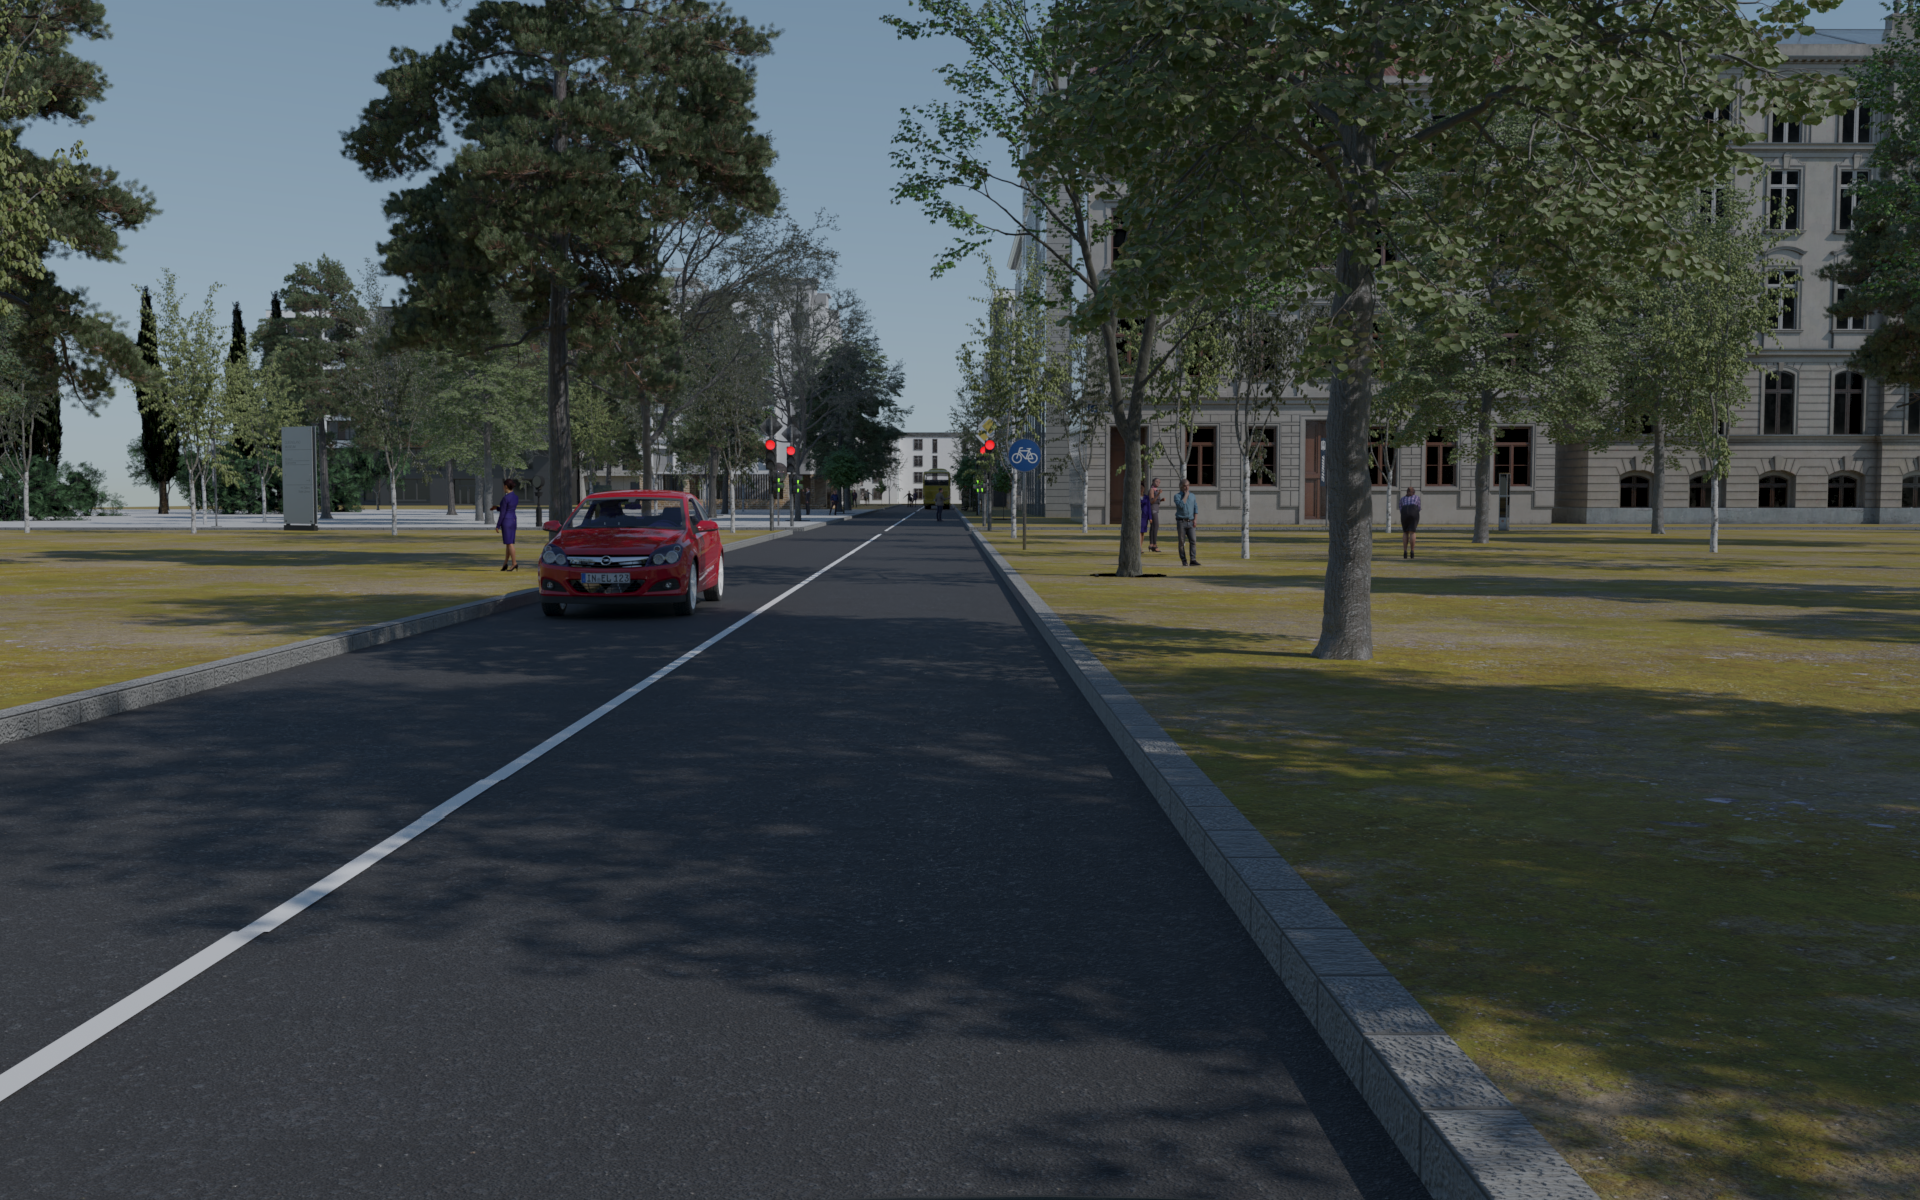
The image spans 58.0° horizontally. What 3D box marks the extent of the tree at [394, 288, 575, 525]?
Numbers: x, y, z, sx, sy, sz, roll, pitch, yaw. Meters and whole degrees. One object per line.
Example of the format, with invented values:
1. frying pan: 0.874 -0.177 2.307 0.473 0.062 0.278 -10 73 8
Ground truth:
1. tree: -23.093 -10.013 81.836 7.486 12.596 7.792 0 3 0

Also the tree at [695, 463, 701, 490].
1. tree: -20.056 -11.404 136.820 4.737 8.622 4.395 0 3 0

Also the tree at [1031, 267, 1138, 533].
1. tree: 4.122 -6.526 57.071 4.360 8.622 3.978 0 3 0

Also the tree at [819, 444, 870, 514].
1. tree: -7.584 -7.829 111.723 4.285 4.588 4.351 0 3 0

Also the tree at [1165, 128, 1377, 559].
1. tree: 5.917 -5.129 34.218 4.360 8.622 3.978 0 3 0

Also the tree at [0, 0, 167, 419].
1. tree: -17.273 -6.578 29.612 6.751 12.117 7.091 0 3 0

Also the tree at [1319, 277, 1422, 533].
1. tree: 14.043 -6.518 56.926 4.737 8.622 4.395 0 3 0

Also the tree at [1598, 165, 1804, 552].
1. tree: 16.353 -5.352 37.868 4.737 8.622 4.395 0 3 0

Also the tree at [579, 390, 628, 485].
1. tree: -24.823 -12.241 122.191 6.751 12.117 7.091 0 3 0

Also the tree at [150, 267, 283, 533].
1. tree: -24.942 -6.464 56.052 4.737 8.622 4.395 0 3 0

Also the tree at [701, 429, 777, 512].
1. tree: -15.669 -10.788 126.743 4.737 8.622 4.395 0 3 0

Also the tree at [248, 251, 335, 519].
1. tree: -33.266 -11.143 89.615 7.806 13.903 7.818 0 3 0

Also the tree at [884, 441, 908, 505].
1. tree: -8.431 -15.767 208.159 4.360 8.622 3.978 0 3 0

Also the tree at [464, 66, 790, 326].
1. tree: -7.985 -8.197 44.383 12.009 13.543 11.850 0 3 0

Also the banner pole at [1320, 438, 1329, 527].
1. banner pole: 14.324 -4.772 68.040 0.401 3.779 0.863 3 4 36

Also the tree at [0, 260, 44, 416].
1. tree: -27.895 -8.452 44.849 9.857 13.997 8.962 0 3 0

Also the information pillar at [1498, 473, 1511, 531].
1. information pillar: 19.082 -3.438 60.708 0.304 2.012 0.304 3 4 36

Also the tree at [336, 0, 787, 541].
1. tree: -7.009 -7.555 30.943 7.806 13.903 7.818 0 3 0

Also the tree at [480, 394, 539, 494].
1. tree: -24.809 -8.806 94.342 4.360 8.622 3.978 0 3 0

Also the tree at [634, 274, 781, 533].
1. tree: -7.680 -6.509 56.790 4.360 8.622 3.978 0 3 0

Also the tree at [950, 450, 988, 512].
1. tree: 1.018 -8.664 125.362 4.285 4.588 4.351 0 3 0

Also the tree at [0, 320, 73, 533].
1. tree: -31.197 -6.542 57.316 4.360 8.622 3.978 0 3 0

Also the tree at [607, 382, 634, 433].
1. tree: -12.645 -7.434 71.914 4.360 8.622 3.978 0 3 0

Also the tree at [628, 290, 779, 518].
1. tree: -13.248 -10.440 92.745 6.751 12.117 7.091 0 3 0

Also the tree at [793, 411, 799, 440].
1. tree: -15.025 -11.560 111.055 6.751 12.117 7.091 0 3 0

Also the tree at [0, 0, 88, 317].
1. tree: -13.077 -4.377 21.934 4.737 8.622 4.395 0 3 0

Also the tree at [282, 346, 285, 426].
1. tree: -31.535 -7.462 72.370 4.737 8.622 4.395 0 3 0

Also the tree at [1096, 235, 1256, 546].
1. tree: 5.475 -5.659 42.891 4.737 8.622 4.395 0 3 0

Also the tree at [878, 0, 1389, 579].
1. tree: 2.553 -6.153 26.352 9.928 11.665 9.643 0 3 0

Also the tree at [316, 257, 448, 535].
1. tree: -17.656 -6.319 53.684 4.360 8.622 3.978 0 3 0

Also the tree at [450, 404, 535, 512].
1. tree: -32.928 -11.400 120.810 7.601 10.594 8.767 -1 4 -9

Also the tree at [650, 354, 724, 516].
1. tree: -14.361 -10.721 101.037 9.928 11.665 9.643 0 3 0

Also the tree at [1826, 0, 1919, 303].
1. tree: 18.307 -6.278 28.400 9.928 11.665 9.643 0 3 0

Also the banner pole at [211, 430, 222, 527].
1. banner pole: -29.190 -4.756 67.782 0.401 3.779 0.863 -1 4 -13

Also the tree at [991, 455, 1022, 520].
1. tree: 2.282 -5.579 85.813 1.663 3.219 1.824 0 3 0

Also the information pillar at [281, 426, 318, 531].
1. information pillar: -23.079 -4.233 60.523 1.656 3.620 0.184 2 4 32

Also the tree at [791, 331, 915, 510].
1. tree: -8.721 -14.010 135.712 9.857 13.997 8.962 0 3 0

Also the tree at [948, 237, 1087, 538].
1. tree: 1.591 -6.112 50.302 4.737 8.622 4.395 0 3 0

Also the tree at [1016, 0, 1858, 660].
1. tree: 3.314 -5.834 13.520 7.486 12.596 7.792 0 3 0

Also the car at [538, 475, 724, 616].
1. car: -4.056 -0.778 21.764 2.155 1.783 4.494 0 4 -1

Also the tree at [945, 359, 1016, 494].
1. tree: 1.423 -8.759 93.572 4.360 8.622 3.978 0 3 0

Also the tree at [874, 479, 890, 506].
1. tree: -8.865 -12.157 193.365 1.663 3.219 1.824 0 3 0

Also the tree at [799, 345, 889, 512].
1. tree: -8.635 -12.347 123.936 6.751 12.117 7.091 0 3 0

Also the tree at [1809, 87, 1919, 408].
1. tree: 25.540 -8.276 42.743 7.806 13.903 7.818 0 3 0
